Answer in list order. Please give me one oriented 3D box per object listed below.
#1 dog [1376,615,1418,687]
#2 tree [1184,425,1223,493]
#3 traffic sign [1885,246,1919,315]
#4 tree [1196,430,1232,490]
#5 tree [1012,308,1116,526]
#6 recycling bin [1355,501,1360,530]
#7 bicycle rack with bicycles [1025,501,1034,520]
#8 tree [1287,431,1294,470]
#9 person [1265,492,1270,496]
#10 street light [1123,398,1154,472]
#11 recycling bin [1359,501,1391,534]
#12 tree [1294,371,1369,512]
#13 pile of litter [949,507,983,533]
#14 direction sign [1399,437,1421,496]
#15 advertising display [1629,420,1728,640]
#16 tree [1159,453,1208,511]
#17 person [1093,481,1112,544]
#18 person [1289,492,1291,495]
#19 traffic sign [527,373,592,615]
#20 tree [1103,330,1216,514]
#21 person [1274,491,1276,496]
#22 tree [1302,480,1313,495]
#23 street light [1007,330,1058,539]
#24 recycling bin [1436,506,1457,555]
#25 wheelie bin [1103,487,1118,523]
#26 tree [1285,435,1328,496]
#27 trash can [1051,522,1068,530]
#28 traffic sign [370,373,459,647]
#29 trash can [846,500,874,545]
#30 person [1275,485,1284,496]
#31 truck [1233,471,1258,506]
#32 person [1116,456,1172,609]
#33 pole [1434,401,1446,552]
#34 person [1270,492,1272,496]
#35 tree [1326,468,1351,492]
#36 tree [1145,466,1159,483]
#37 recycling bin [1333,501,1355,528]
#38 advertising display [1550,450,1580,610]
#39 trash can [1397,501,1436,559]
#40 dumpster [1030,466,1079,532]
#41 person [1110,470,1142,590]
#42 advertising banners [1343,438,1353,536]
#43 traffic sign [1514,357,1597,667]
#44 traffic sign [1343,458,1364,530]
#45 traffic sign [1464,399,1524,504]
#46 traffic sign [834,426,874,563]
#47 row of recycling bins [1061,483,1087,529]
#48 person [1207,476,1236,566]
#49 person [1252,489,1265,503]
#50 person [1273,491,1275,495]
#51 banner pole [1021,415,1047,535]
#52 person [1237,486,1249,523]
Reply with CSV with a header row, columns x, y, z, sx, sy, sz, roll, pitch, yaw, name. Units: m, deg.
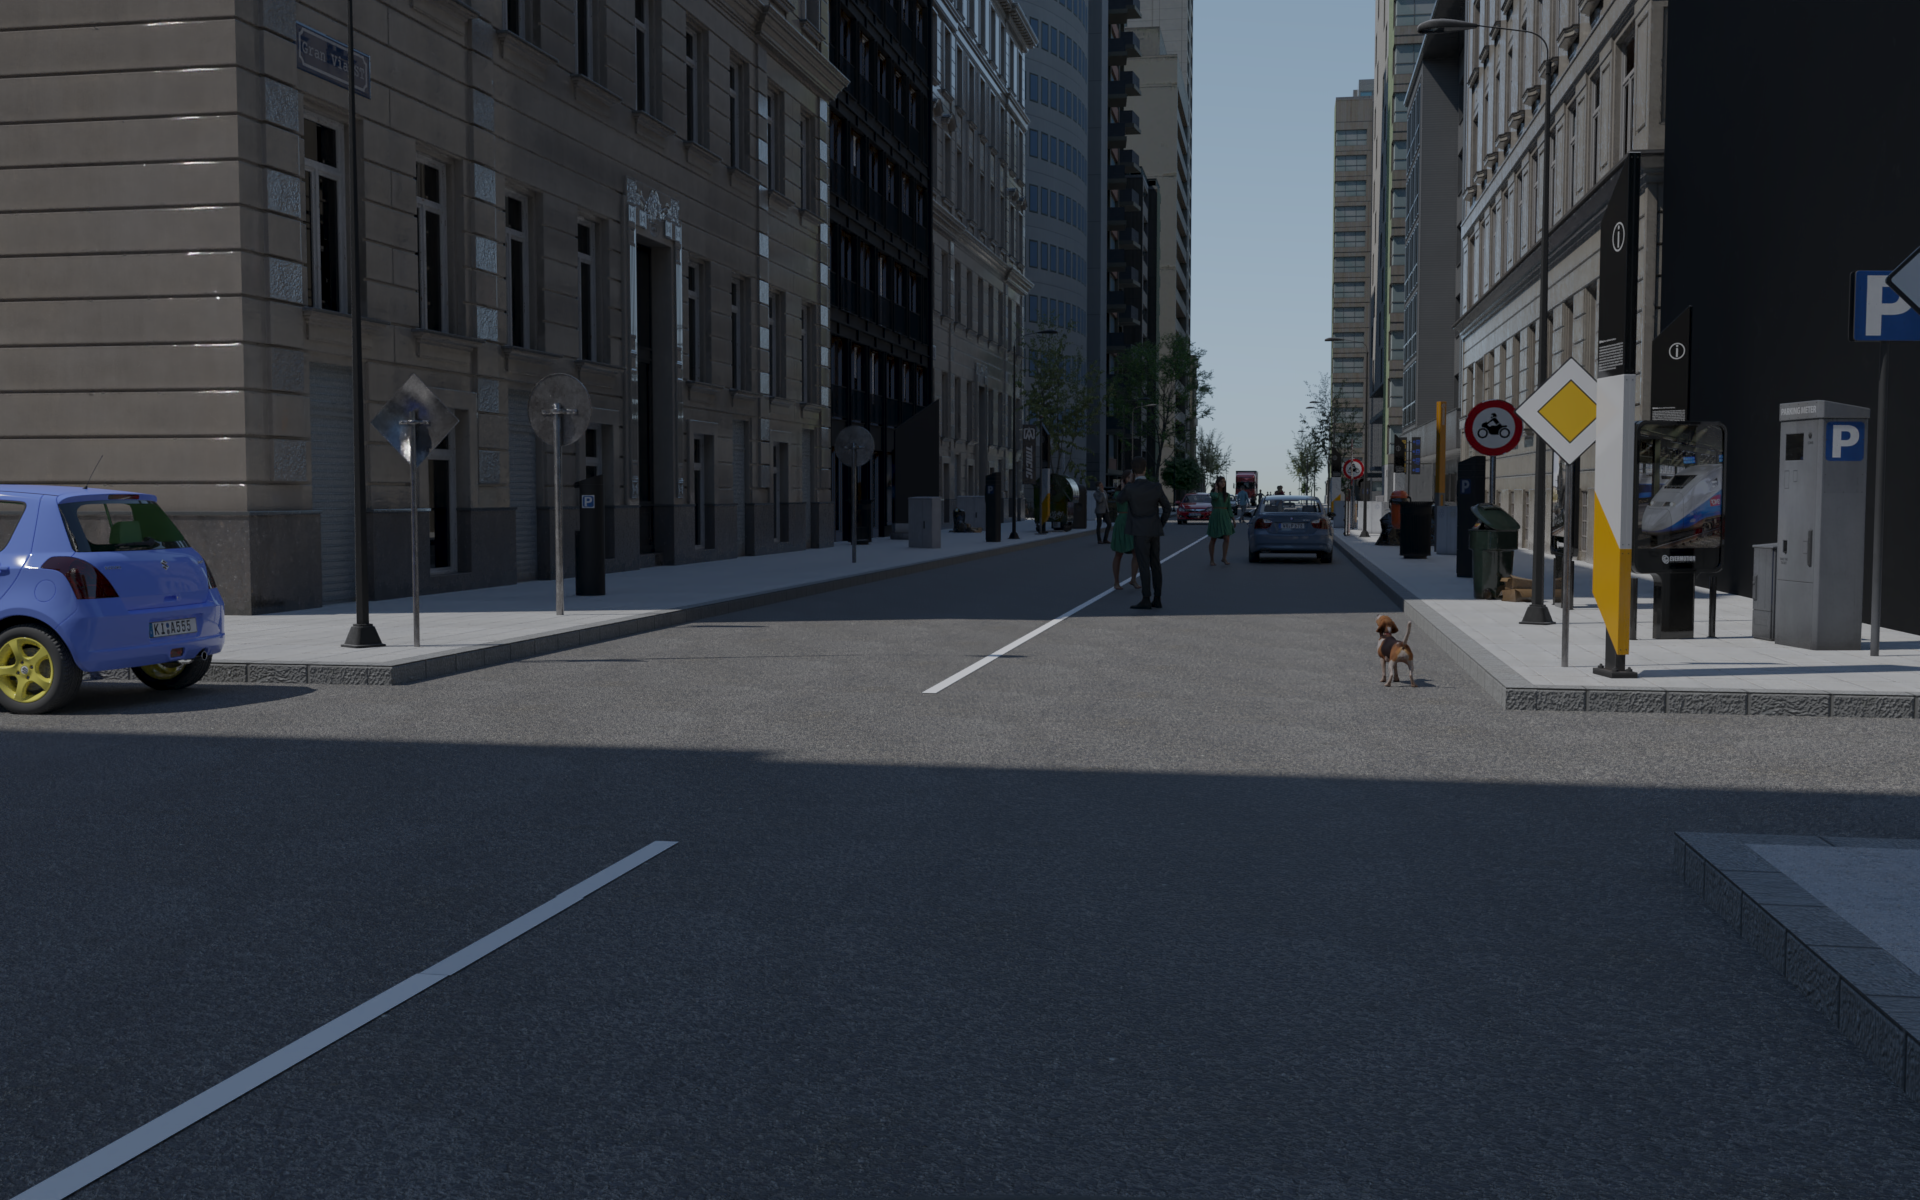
x,y,z,sx,sy,sz,roll,pitch,yaw,name
3.262,0.383,13.024,0.406,0.507,0.540,-3,5,-43,dog
27.012,-14.668,190.176,4.360,8.622,3.978,0,3,0,tree
3.029,-0.079,4.931,0.795,2.450,0.064,1,4,10,traffic sign
29.312,-15.249,199.691,4.737,8.622,4.395,0,3,0,tree
3.876,-7.219,68.399,4.737,8.622,4.395,0,3,0,tree
14.525,-2.979,61.262,0.722,1.027,0.722,2,4,29,recycling bin
3.752,-4.502,86.991,2.852,0.926,2.925,-1,4,-12,bicycle rack with bicycles
36.803,-14.286,183.934,4.360,8.622,3.978,0,3,0,tree
36.566,-12.055,206.304,0.721,1.736,1.217,-2,4,-32,person
8.457,-6.797,83.669,1.470,5.913,1.316,1,4,10,street light
13.528,-2.667,56.156,0.722,1.027,0.722,3,5,41,recycling bin
22.194,-9.346,103.176,4.360,8.622,3.978,0,3,0,tree
0.200,-2.697,58.062,1.176,0.858,1.719,0,4,3,pile of litter
17.839,-4.700,68.847,0.876,3.537,0.379,1,4,20,direction sign
6.326,-0.617,15.306,0.974,1.923,0.123,-1,4,-18,advertising display
19.859,-10.207,150.605,4.285,4.588,4.351,0,3,0,tree
4.114,-2.517,49.834,0.592,1.802,0.473,-2,4,-31,person
36.969,-11.323,194.436,0.445,1.727,0.742,0,4,-8,person
-4.239,-1.111,18.279,0.768,2.556,0.104,1,4,18,traffic sign
12.602,-11.242,109.570,9.928,11.665,9.643,0,3,0,tree
33.788,-10.802,185.823,0.721,1.736,1.217,1,4,20,person
43.265,-13.635,217.535,1.663,3.219,1.824,0,3,0,tree
2.071,-4.685,49.134,1.470,5.913,1.316,1,4,10,street light
10.592,-1.474,36.658,0.722,1.027,0.722,-2,4,-25,recycling bin
6.821,-4.290,78.052,0.980,1.594,0.693,0,4,-5,wheelie bin
44.361,-16.757,224.342,4.737,8.622,4.395,0,3,0,tree
3.533,-3.035,61.270,0.748,1.137,0.748,0,3,0,trash can
-4.554,-0.662,14.471,0.795,2.450,0.064,1,4,10,traffic sign
-2.540,-1.973,43.911,0.748,1.137,0.748,0,3,0,trash can
14.269,-4.212,77.341,0.573,1.828,0.580,-1,4,-22,person
34.511,-13.436,208.599,2.839,4.237,11.283,1,4,11,truck
2.283,-0.844,21.663,0.648,1.900,0.474,-2,4,-29,person
10.613,-2.717,38.265,0.158,3.312,0.155,0,3,0,pole
41.231,-13.555,230.648,0.617,1.759,0.750,-3,5,-40,person
23.718,-7.013,109.271,1.663,3.219,1.824,0,3,0,tree
10.980,-6.706,104.243,1.663,3.219,1.824,0,3,0,tree
14.602,-3.247,65.643,0.722,1.027,0.722,2,4,29,recycling bin
6.822,-0.877,19.545,0.123,1.923,0.974,0,4,8,advertising display
9.042,-1.390,34.372,0.748,1.137,0.748,0,3,0,trash can
3.237,-3.476,59.325,1.502,2.255,1.985,1,4,10,dumpster
2.513,-1.053,25.959,0.600,1.795,0.529,-2,4,-34,person
12.052,-3.515,53.659,0.090,3.025,2.074,1,4,19,advertising banners
4.483,-0.559,12.783,0.795,2.450,0.064,1,4,10,traffic sign
14.089,-3.788,62.038,0.768,2.556,0.104,1,4,15,traffic sign
7.174,-1.421,23.337,0.768,2.556,0.104,1,4,17,traffic sign
-1.977,-1.967,32.272,0.768,2.556,0.104,1,4,11,traffic sign
4.316,-3.559,65.310,1.069,1.692,3.534,0,4,1,row of recycling bins
5.210,-1.587,34.696,0.600,1.795,0.529,-2,4,-27,person
24.692,-8.194,142.477,1.348,1.824,0.705,2,4,29,person
43.170,-14.004,237.455,1.348,1.826,0.705,2,4,30,person
2.337,-3.960,54.760,0.863,3.779,0.401,-1,4,-17,banner pole
13.981,-4.744,85.927,0.748,1.841,0.638,-3,5,-39,person
